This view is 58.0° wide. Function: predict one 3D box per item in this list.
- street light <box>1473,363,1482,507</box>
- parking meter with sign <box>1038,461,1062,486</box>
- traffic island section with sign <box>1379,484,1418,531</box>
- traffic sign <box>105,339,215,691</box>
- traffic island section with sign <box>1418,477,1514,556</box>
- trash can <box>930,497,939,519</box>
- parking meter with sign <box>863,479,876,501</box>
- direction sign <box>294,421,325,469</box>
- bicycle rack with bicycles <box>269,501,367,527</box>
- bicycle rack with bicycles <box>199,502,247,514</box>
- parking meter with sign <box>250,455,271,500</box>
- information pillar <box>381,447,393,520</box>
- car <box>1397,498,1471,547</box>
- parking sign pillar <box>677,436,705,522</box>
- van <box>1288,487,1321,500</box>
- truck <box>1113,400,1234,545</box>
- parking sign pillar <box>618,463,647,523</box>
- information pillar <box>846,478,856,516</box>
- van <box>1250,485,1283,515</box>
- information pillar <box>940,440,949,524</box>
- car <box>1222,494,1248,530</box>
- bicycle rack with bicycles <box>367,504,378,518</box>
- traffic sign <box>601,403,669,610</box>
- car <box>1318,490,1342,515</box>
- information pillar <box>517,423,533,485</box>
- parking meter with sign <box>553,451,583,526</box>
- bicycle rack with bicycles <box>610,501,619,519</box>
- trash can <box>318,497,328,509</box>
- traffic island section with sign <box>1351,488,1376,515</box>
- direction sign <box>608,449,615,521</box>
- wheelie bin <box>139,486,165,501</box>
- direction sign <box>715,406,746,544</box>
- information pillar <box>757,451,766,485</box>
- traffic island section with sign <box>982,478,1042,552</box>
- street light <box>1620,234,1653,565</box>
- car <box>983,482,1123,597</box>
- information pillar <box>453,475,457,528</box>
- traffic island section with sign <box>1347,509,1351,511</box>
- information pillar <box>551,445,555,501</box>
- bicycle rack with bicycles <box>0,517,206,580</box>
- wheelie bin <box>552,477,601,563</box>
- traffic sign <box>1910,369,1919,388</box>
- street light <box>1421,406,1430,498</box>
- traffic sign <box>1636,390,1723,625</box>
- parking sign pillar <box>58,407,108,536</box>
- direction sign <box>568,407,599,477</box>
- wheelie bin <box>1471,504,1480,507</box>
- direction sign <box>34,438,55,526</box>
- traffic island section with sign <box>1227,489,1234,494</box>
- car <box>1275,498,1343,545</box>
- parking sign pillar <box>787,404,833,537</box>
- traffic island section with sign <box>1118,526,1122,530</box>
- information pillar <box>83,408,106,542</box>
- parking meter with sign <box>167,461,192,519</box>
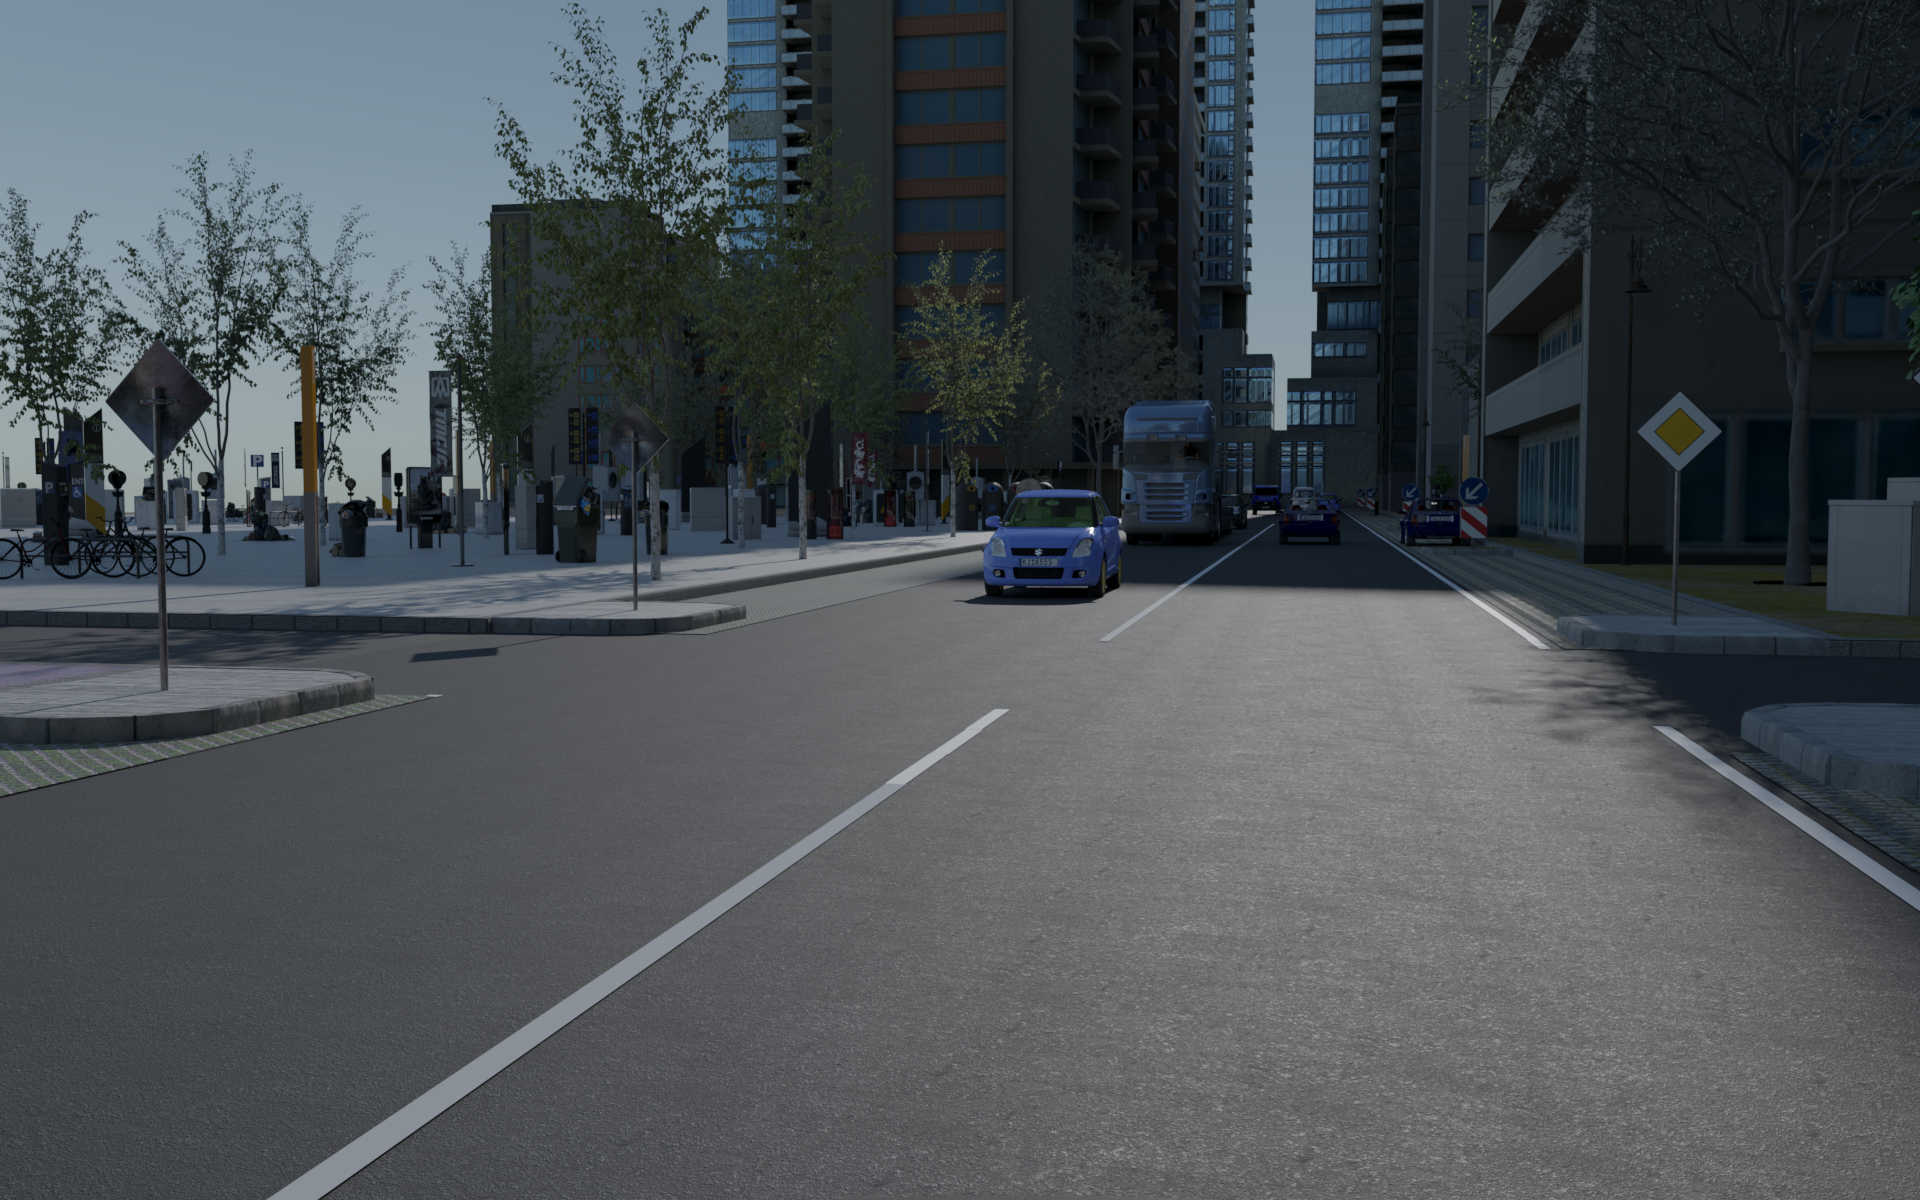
[{"bbox_3d":[18.087,-5.356,60.358,0.468,5.910,1.993,1,4,12],"label":"street light"},{"bbox_3d":[4.466,-5.803,91.135,1.738,3.016,0.543,1,4,21],"label":"parking meter with sign"},{"bbox_3d":[17.569,-3.635,68.063,1.989,1.847,2.006,1,4,12],"label":"traffic island section with sign"},{"bbox_3d":[-5.195,-0.466,11.258,0.795,2.450,0.064,1,4,12],"label":"traffic sign"},{"bbox_3d":[11.996,-1.983,41.050,1.989,1.847,2.006,1,4,12],"label":"traffic island section with sign"},{"bbox_3d":[-1.400,-4.518,85.514,0.748,1.137,0.748,0,3,0],"label":"trash can"},{"bbox_3d":[-4.705,-5.766,90.535,1.738,3.016,0.543,0,4,0],"label":"parking meter with sign"},{"bbox_3d":[-20.301,-3.799,54.109,0.876,3.537,0.379,-2,4,-29],"label":"direction sign"},{"bbox_3d":[-25.321,-3.305,67.412,2.852,0.926,2.925,1,4,16],"label":"bicycle rack with bicycles"},{"bbox_3d":[-34.210,-4.103,80.467,2.925,0.926,2.852,0,4,-4],"label":"bicycle rack with bicycles"},{"bbox_3d":[-30.539,-4.873,75.942,0.543,3.016,1.738,-3,4,-38],"label":"parking meter with sign"},{"bbox_3d":[-28.464,-5.790,86.015,0.504,3.616,0.183,-3,4,-37],"label":"information pillar"},{"bbox_3d":[13.231,-2.186,48.321,1.945,1.354,3.894,1,4,11],"label":"car"},{"bbox_3d":[-12.355,-5.570,79.545,1.447,3.967,1.447,-3,5,-43],"label":"parking sign pillar"},{"bbox_3d":[20.780,-5.957,104.409,2.013,2.044,4.112,1,4,12],"label":"van"},{"bbox_3d":[7.252,-4.028,55.620,2.967,4.110,18.799,1,4,11],"label":"truck"},{"bbox_3d":[-14.464,-5.405,76.844,1.447,3.967,1.447,2,4,29],"label":"parking sign pillar"},{"bbox_3d":[-4.968,-4.556,78.985,0.304,2.012,0.304,-3,5,-43],"label":"information pillar"},{"bbox_3d":[21.384,-7.117,120.741,2.240,2.365,5.245,1,4,11],"label":"van"},{"bbox_3d":[-0.639,-5.092,74.608,0.183,3.616,0.504,3,4,37],"label":"information pillar"},{"bbox_3d":[10.879,-3.767,71.372,2.009,1.686,4.222,1,4,14],"label":"car"},{"bbox_3d":[-27.162,-3.763,74.908,2.925,0.926,2.852,0,4,3],"label":"bicycle rack with bicycles"},{"bbox_3d":[-3.582,-0.944,19.079,0.795,2.450,0.064,1,4,12],"label":"traffic sign"},{"bbox_3d":[25.898,-6.870,121.920,1.945,1.707,3.694,1,4,13],"label":"car"},{"bbox_3d":[-14.242,-4.002,56.781,0.504,3.616,0.183,-2,4,-24],"label":"information pillar"},{"bbox_3d":[-16.078,-4.538,70.451,1.738,3.016,0.543,3,5,42],"label":"parking meter with sign"},{"bbox_3d":[-17.555,-4.389,85.139,2.852,0.926,2.925,-1,4,-17],"label":"bicycle rack with bicycles"},{"bbox_3d":[-37.614,-5.534,102.138,0.748,1.137,0.748,0,3,0],"label":"trash can"},{"bbox_3d":[27.653,-6.628,117.003,1.989,1.847,2.006,1,4,12],"label":"traffic island section with sign"},{"bbox_3d":[-16.410,-5.472,81.468,0.379,3.537,0.876,0,4,-1],"label":"direction sign"},{"bbox_3d":[-32.842,-3.828,70.490,0.980,1.594,0.693,-3,4,-36],"label":"wheelie bin"},{"bbox_3d":[-6.020,-3.224,44.706,0.379,3.537,0.876,2,4,32],"label":"direction sign"},{"bbox_3d":[-10.413,-6.101,91.107,0.504,3.616,0.183,-1,4,-9],"label":"information pillar"},{"bbox_3d":[1.694,-2.113,43.177,1.989,1.847,2.006,1,4,12],"label":"traffic island section with sign"},{"bbox_3d":[11.985,-3.563,31.035,0.468,5.910,1.993,1,4,12],"label":"street light"},{"bbox_3d":[1.400,-0.961,25.310,1.945,1.707,3.694,1,4,11],"label":"car"},{"bbox_3d":[-19.174,-3.774,66.194,0.304,2.012,0.304,-3,4,-38],"label":"information pillar"},{"bbox_3d":[33.170,-8.263,143.728,1.989,1.847,2.006,1,4,12],"label":"traffic island section with sign"},{"bbox_3d":[-19.204,-5.531,81.783,0.183,3.616,0.504,0,4,-2],"label":"information pillar"},{"bbox_3d":[-13.187,-0.832,26.980,2.925,0.926,2.852,0,4,1],"label":"bicycle rack with bicycles"},{"bbox_3d":[-7.189,-1.503,32.478,0.980,1.594,0.693,2,4,33],"label":"wheelie bin"},{"bbox_3d":[5.373,-0.332,9.066,0.795,2.450,0.064,1,4,12],"label":"traffic sign"},{"bbox_3d":[24.080,-7.151,89.703,0.468,5.910,1.993,1,4,12],"label":"street light"},{"bbox_3d":[6.986,-0.810,16.887,0.795,2.450,0.064,1,4,12],"label":"traffic sign"},{"bbox_3d":[-26.973,-3.956,53.159,1.447,3.967,1.447,1,4,13],"label":"parking sign pillar"},{"bbox_3d":[-9.869,-3.270,45.465,0.876,3.537,0.379,1,4,18],"label":"direction sign"},{"bbox_3d":[19.436,-3.458,64.450,0.980,1.594,0.693,3,5,40],"label":"wheelie bin"},{"bbox_3d":[-36.836,-4.758,69.786,0.379,3.537,0.876,2,4,24],"label":"direction sign"},{"bbox_3d":[22.765,-8.363,145.357,1.989,1.847,2.006,1,4,12],"label":"traffic island section with sign"},{"bbox_3d":[10.175,-2.319,50.500,1.945,1.354,3.894,1,4,10],"label":"car"},{"bbox_3d":[-4.510,-3.902,52.263,1.447,3.967,1.447,1,4,13],"label":"parking sign pillar"},{"bbox_3d":[7.193,-3.745,69.859,1.989,1.847,2.006,1,4,12],"label":"traffic island section with sign"},{"bbox_3d":[-23.376,-3.391,46.798,0.504,3.616,0.183,-2,4,-32],"label":"information pillar"},{"bbox_3d":[-41.006,-5.757,90.380,1.738,3.016,0.543,-2,4,-30],"label":"parking meter with sign"}]
